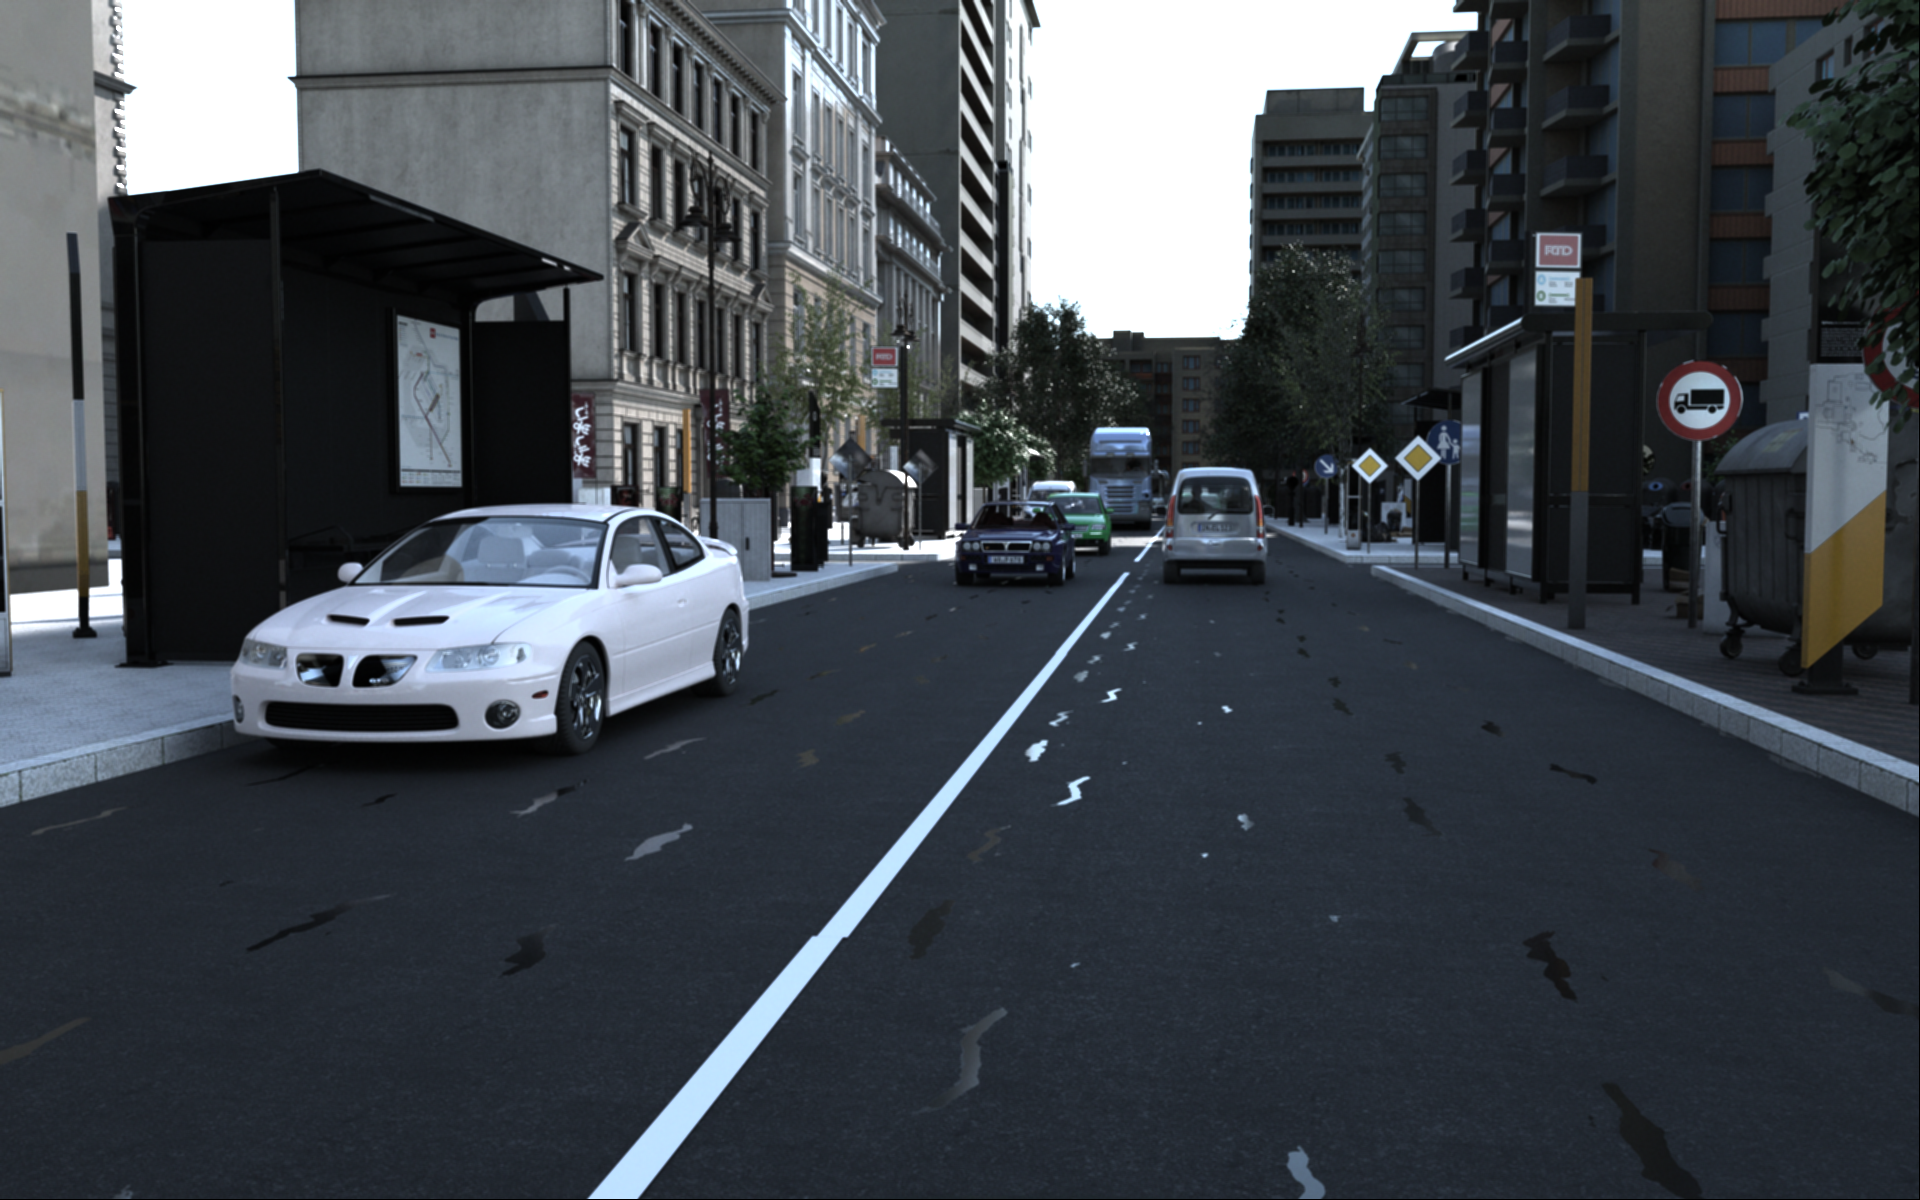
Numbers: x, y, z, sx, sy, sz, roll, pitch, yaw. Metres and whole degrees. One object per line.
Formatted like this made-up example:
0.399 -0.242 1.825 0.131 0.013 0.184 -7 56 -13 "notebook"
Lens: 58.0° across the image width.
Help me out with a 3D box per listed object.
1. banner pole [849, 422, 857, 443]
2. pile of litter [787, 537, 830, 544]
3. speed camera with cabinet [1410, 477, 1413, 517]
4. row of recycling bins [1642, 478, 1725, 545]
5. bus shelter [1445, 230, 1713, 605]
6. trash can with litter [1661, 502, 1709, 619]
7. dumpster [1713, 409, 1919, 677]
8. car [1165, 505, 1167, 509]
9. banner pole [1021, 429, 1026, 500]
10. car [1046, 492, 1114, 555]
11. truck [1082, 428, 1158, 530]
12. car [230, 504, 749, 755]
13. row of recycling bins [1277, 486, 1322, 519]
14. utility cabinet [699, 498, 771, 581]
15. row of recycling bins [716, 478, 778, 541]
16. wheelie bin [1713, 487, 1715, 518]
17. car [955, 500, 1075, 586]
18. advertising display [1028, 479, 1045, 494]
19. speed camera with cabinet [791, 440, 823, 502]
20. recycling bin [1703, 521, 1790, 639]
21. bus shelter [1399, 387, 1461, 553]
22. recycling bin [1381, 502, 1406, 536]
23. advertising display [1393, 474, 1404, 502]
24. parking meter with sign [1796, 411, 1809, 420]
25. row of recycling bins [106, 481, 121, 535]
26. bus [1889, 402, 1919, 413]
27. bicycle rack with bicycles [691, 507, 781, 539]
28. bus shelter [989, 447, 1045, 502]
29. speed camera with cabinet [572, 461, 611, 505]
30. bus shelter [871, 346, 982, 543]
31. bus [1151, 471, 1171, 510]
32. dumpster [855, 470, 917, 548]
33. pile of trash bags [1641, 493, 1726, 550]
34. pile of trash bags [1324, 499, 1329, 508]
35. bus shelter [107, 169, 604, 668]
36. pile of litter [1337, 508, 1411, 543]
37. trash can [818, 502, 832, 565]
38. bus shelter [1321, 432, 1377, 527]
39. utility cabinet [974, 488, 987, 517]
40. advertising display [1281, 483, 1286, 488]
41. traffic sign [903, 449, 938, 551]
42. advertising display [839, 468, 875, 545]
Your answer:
-3.671 -4.295 60.243 0.401 3.779 0.863 -2 4 -30 "banner pole"
-3.908 -1.892 44.902 1.176 0.858 1.719 0 4 5 "pile of litter"
25.415 -6.261 96.706 0.660 3.252 2.038 3 5 41 "speed camera with cabinet"
18.142 -2.249 43.876 3.534 1.692 1.069 3 5 45 "row of recycling bins"
8.115 -2.849 24.209 2.179 5.291 8.768 0 4 7 "bus shelter"
7.793 -0.386 17.691 1.055 1.170 0.624 2 4 32 "trash can with litter"
6.443 -0.426 12.727 1.264 1.857 1.865 0 4 7 "dumpster"
7.079 -2.635 51.878 1.959 1.807 4.718 0 4 8 "car"
2.439 -4.682 66.564 0.401 3.779 0.863 1 4 15 "banner pole"
2.774 -2.039 42.128 1.959 1.807 4.718 0 4 6 "car"
7.155 -5.282 76.123 2.967 4.110 18.799 0 4 6 "truck"
-2.736 0.076 11.127 2.083 1.381 4.827 1 4 9 "car"
18.092 -5.220 92.455 1.069 1.692 3.534 -1 4 -22 "row of recycling bins"
-3.314 -0.882 25.578 1.020 1.237 0.306 0 4 0 "utility cabinet"
-5.648 -2.370 45.864 1.069 1.692 3.534 1 4 14 "row of recycling bins"
21.859 -2.557 49.717 0.693 1.594 0.980 3 5 40 "wheelie bin"
0.949 -0.970 28.441 1.945 1.354 3.894 0 4 7 "car"
3.201 -4.278 75.159 0.974 1.923 0.123 -1 4 -13 "advertising display"
-5.351 -4.052 60.589 0.660 3.252 2.038 -1 4 -22 "speed camera with cabinet"
7.260 -0.199 15.804 0.722 1.027 0.722 3 4 38 "recycling bin"
11.615 -3.041 40.997 1.731 3.624 6.357 0 4 8 "bus shelter"
13.377 -2.500 53.427 0.722 1.027 0.722 1 4 18 "recycling bin"
14.007 -3.065 55.323 0.123 1.923 0.974 2 4 27 "advertising display"
18.543 -2.465 36.561 1.738 3.016 0.543 -1 4 -14 "parking meter with sign"
-26.834 -2.956 55.442 1.069 1.692 3.534 0 4 4 "row of recycling bins"
23.206 -2.442 31.476 12.252 3.916 2.896 0 4 6 "bus"
-6.617 -2.217 49.631 2.852 0.926 2.925 3 5 39 "bicycle rack with bicycles"
2.251 -4.722 71.136 2.014 3.302 5.546 0 4 8 "bus shelter"
-10.039 -3.178 46.293 2.038 3.252 0.660 2 4 35 "speed camera with cabinet"
-0.993 -4.401 49.595 2.179 5.291 8.768 0 4 8 "bus shelter"
14.677 -8.470 133.337 2.948 3.499 13.247 1 4 9 "bus"
-1.791 -2.207 41.835 1.264 1.857 1.865 0 4 8 "dumpster"
16.315 -1.848 39.975 3.447 1.369 1.912 1 4 17 "pile of trash bags"
20.652 -5.134 93.692 1.912 1.369 3.447 0 4 1 "pile of trash bags"
-5.069 -1.496 15.741 1.731 3.624 6.357 0 4 7 "bus shelter"
10.917 -1.973 46.225 1.176 0.858 1.719 -2 4 -26 "pile of litter"
-2.695 -1.209 31.415 0.748 1.137 0.748 0 3 0 "trash can"
15.310 -4.713 68.348 1.731 3.624 6.357 0 4 7 "bus shelter"
0.422 -3.465 65.324 1.173 1.500 0.318 1 4 16 "utility cabinet"
19.821 -6.071 104.467 0.974 1.923 0.123 3 5 41 "advertising display"
-0.888 -2.141 38.640 0.795 2.450 0.064 0 4 8 "traffic sign"
-2.597 -2.365 43.877 0.974 1.923 0.123 1 4 22 "advertising display"
